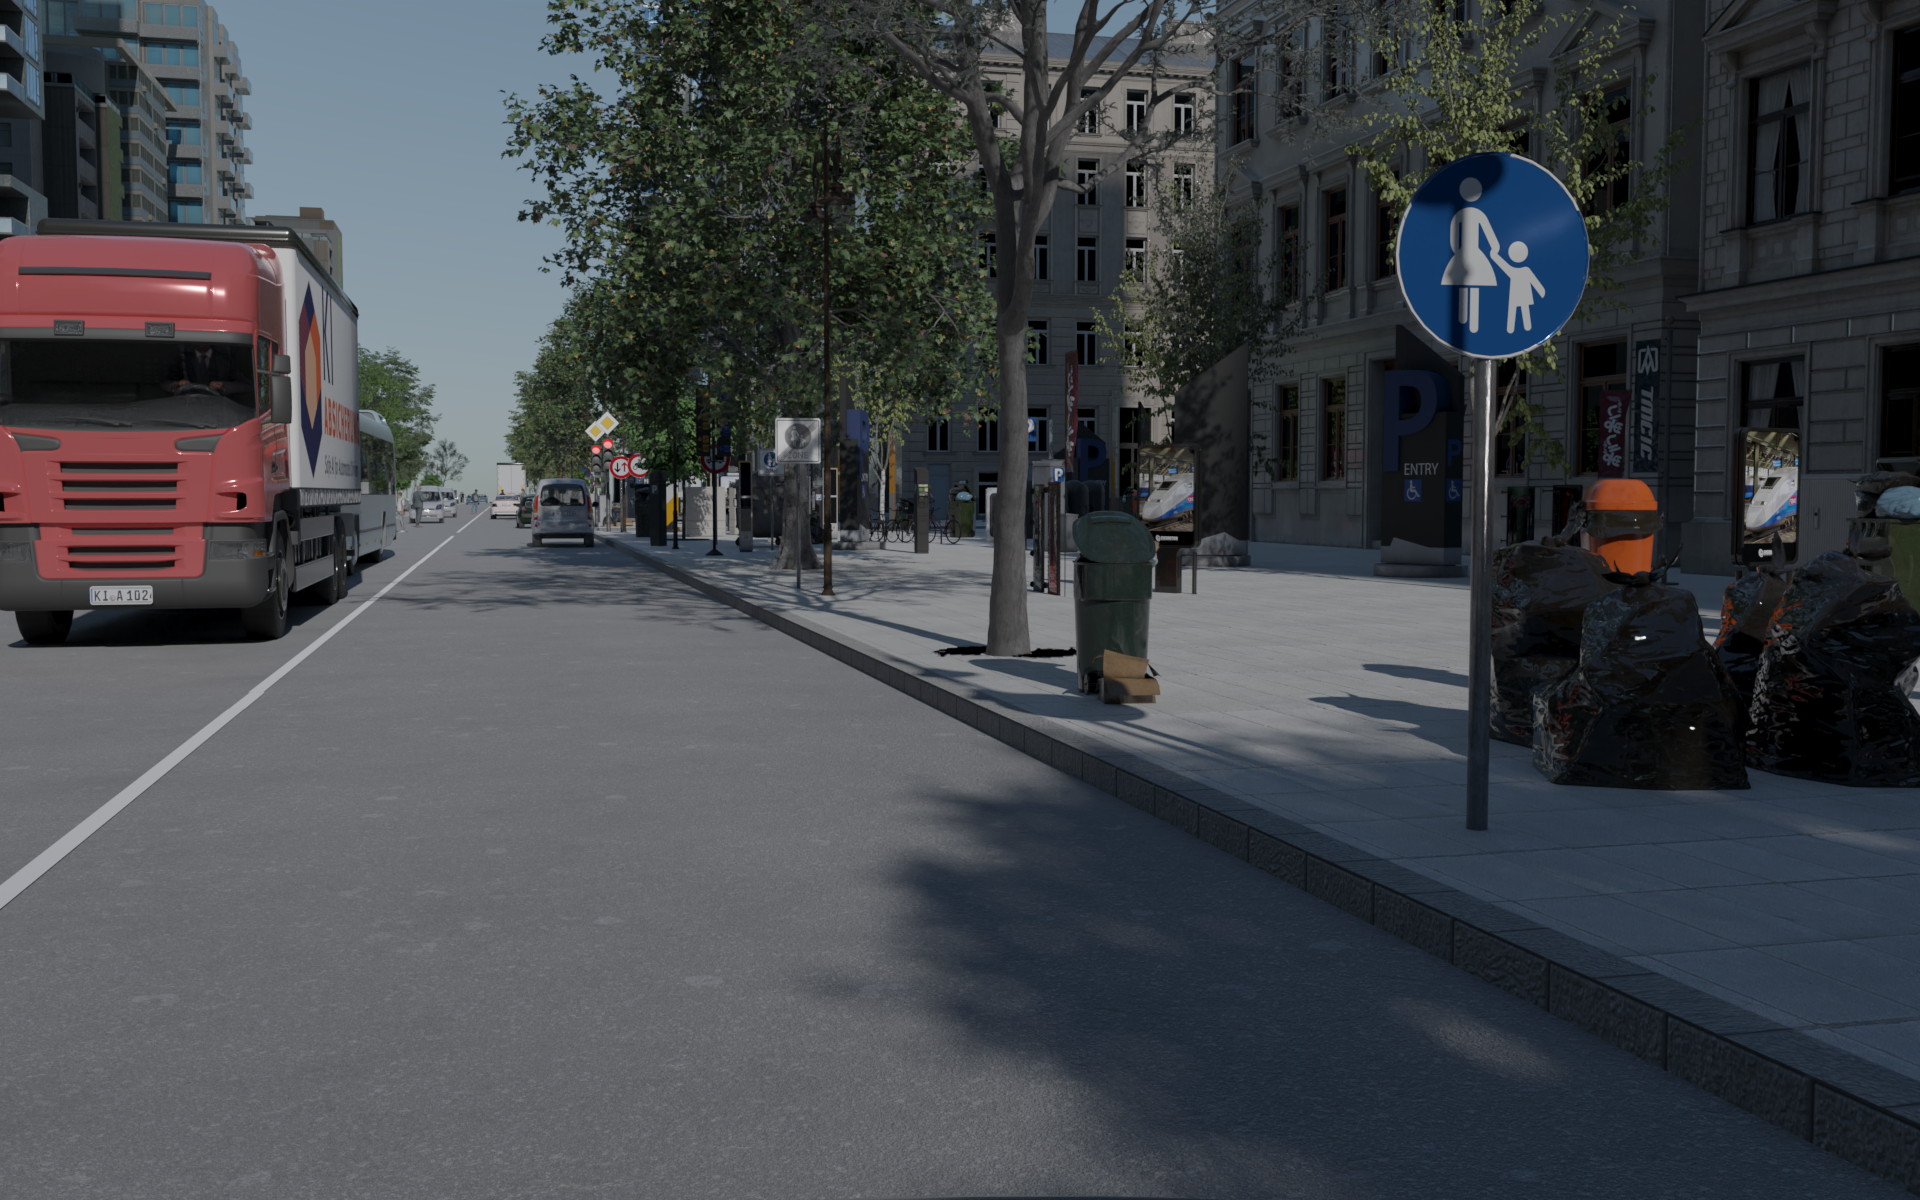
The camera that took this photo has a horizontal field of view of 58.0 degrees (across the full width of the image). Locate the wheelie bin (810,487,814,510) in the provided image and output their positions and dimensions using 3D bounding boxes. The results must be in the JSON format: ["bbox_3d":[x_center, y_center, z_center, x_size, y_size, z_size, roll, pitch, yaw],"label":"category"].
[{"bbox_3d":[-6.431,-4.164,75.996,0.693,1.594,0.980,-1,4,-9],"label":"wheelie bin"}]

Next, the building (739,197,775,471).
[{"bbox_3d":[-9.002,-21.164,133.416,14.401,28.519,23.554,-1,4,-15],"label":"building"}]

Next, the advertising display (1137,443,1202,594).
[{"bbox_3d":[2.703,-1.053,22.425,0.974,1.923,0.123,3,5,45],"label":"advertising display"}]

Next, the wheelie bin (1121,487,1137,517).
[{"bbox_3d":[7.814,-4.371,79.378,0.693,1.594,0.980,2,4,29],"label":"wheelie bin"}]

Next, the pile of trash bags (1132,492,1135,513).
[{"bbox_3d":[11.688,-7.411,130.928,1.912,1.369,3.447,-1,4,-17],"label":"pile of trash bags"}]

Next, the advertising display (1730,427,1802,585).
[{"bbox_3d":[7.879,-0.717,16.935,0.974,1.923,0.123,-2,4,-33],"label":"advertising display"}]

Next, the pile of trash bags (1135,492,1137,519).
[{"bbox_3d":[10.628,-4.621,85.303,3.447,1.369,1.912,-3,5,-42],"label":"pile of trash bags"}]

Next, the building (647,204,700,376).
[{"bbox_3d":[-39.405,-34.487,247.457,14.154,41.232,14.086,-1,4,-15],"label":"building"}]

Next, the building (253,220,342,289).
[{"bbox_3d":[-100.315,-35.206,259.213,14.154,41.232,14.086,-1,4,-15],"label":"building"}]

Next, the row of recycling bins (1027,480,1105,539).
[{"bbox_3d":[3.020,-2.678,50.894,1.069,1.692,3.534,3,5,44],"label":"row of recycling bins"}]

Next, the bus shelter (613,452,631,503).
[{"bbox_3d":[-19.262,-6.636,99.785,1.731,3.624,6.357,-1,4,-15],"label":"bus shelter"}]

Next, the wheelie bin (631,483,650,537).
[{"bbox_3d":[-9.326,-2.670,51.555,0.980,1.594,0.693,0,4,-3],"label":"wheelie bin"}]

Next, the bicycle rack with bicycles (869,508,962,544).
[{"bbox_3d":[-1.702,-1.933,44.986,2.852,0.926,2.925,-2,4,-35],"label":"bicycle rack with bicycles"}]

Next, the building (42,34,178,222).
[{"bbox_3d":[-78.195,-27.397,139.818,32.217,40.220,23.993,-1,4,-15],"label":"building"}]

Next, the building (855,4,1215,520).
[{"bbox_3d":[7.415,-18.037,92.173,25.104,27.353,12.463,-1,4,-15],"label":"building"}]

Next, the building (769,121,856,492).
[{"bbox_3d":[-4.319,-19.951,112.105,13.634,28.700,20.117,-1,4,-15],"label":"building"}]

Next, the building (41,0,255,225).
[{"bbox_3d":[-80.883,-33.476,166.935,23.786,49.044,30.456,-1,4,-15],"label":"building"}]

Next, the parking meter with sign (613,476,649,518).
[{"bbox_3d":[-15.385,-5.203,81.333,1.738,3.016,0.543,-2,4,-32],"label":"parking meter with sign"}]

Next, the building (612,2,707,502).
[{"bbox_3d":[-45.083,-59.373,283.418,22.319,86.520,31.000,-1,4,-15],"label":"building"}]

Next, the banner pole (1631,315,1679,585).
[{"bbox_3d":[9.860,-2.114,24.585,0.401,3.779,0.863,-2,4,-24],"label":"banner pole"}]

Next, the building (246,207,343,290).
[{"bbox_3d":[-104.739,-38.068,272.524,14.600,45.320,14.200,-1,4,-15],"label":"building"}]

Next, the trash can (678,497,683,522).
[{"bbox_3d":[-12.994,-4.213,80.531,0.748,1.137,0.748,0,3,0],"label":"trash can"}]

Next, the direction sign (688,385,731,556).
[{"bbox_3d":[-5.130,-2.696,36.083,0.876,3.537,0.379,-3,5,-45],"label":"direction sign"}]

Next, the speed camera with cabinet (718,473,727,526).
[{"bbox_3d":[-9.603,-4.600,69.553,0.660,3.252,2.038,-2,4,-26],"label":"speed camera with cabinet"}]

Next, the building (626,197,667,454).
[{"bbox_3d":[-42.724,-37.367,261.057,14.600,45.320,14.200,-1,4,-15],"label":"building"}]

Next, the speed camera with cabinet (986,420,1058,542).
[{"bbox_3d":[1.716,-3.177,46.285,2.038,3.252,0.660,2,4,26],"label":"speed camera with cabinet"}]

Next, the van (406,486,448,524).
[{"bbox_3d":[-26.398,-4.815,85.736,2.013,2.044,4.112,-1,4,-16],"label":"van"}]

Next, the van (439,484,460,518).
[{"bbox_3d":[-31.812,-6.086,106.524,2.013,2.044,4.112,-1,4,-16],"label":"van"}]

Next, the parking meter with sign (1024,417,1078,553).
[{"bbox_3d":[1.971,-2.588,38.575,0.543,3.016,1.738,-3,4,-36],"label":"parking meter with sign"}]

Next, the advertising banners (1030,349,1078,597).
[{"bbox_3d":[1.194,-1.581,22.030,0.090,3.025,2.074,-1,4,-12],"label":"advertising banners"}]

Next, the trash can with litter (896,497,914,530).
[{"bbox_3d":[-1.717,-3.072,61.609,1.055,1.170,0.624,-2,4,-34],"label":"trash can with litter"}]

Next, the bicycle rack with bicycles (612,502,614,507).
[{"bbox_3d":[-22.507,-5.841,108.887,2.852,0.926,2.925,-1,4,-9],"label":"bicycle rack with bicycles"}]

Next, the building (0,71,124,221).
[{"bbox_3d":[-65.719,-21.168,117.792,14.160,30.474,14.107,-1,4,-15],"label":"building"}]

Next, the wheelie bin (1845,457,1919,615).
[{"bbox_3d":[8.064,-0.425,14.863,0.693,1.594,0.980,0,4,-4],"label":"wheelie bin"}]

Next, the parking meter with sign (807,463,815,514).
[{"bbox_3d":[-6.193,-4.441,68.879,0.543,3.016,1.738,-1,4,-17],"label":"parking meter with sign"}]

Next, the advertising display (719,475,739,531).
[{"bbox_3d":[-7.812,-3.323,59.541,0.974,1.923,0.123,-2,4,-29],"label":"advertising display"}]

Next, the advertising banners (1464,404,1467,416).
[{"bbox_3d":[8.950,-2.265,33.216,2.074,3.025,0.090,-2,4,-29],"label":"advertising banners"}]

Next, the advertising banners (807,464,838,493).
[{"bbox_3d":[-7.171,-5.761,90.382,2.074,3.025,0.090,-1,4,-18],"label":"advertising banners"}]

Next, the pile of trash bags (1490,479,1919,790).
[{"bbox_3d":[3.703,0.041,9.075,1.912,1.369,3.447,1,4,9],"label":"pile of trash bags"}]

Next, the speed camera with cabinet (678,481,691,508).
[{"bbox_3d":[-21.837,-8.640,135.594,0.660,3.252,2.038,0,4,6],"label":"speed camera with cabinet"}]

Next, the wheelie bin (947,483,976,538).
[{"bbox_3d":[0.041,-2.634,50.970,0.693,1.594,0.980,-3,4,-38],"label":"wheelie bin"}]

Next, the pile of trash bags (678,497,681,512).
[{"bbox_3d":[-20.027,-6.804,121.005,3.447,1.369,1.912,-2,4,-26],"label":"pile of trash bags"}]

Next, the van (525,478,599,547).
[{"bbox_3d":[-11.000,-2.503,47.941,2.013,2.044,4.112,-1,4,-13],"label":"van"}]

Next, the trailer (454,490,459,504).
[{"bbox_3d":[-72.322,-14.690,247.227,1.471,1.999,3.904,-1,4,-16],"label":"trailer"}]

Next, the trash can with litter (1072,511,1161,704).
[{"bbox_3d":[1.065,0.025,10.973,0.624,1.170,1.055,0,4,-8],"label":"trash can with litter"}]

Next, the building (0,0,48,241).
[{"bbox_3d":[-57.714,-47.102,82.788,22.319,86.520,31.000,-1,4,-15],"label":"building"}]

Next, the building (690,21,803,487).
[{"bbox_3d":[-14.990,-44.410,164.363,20.563,71.187,20.611,-1,4,-15],"label":"building"}]

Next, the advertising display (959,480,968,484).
[{"bbox_3d":[0.156,-4.442,77.843,0.123,1.923,0.974,-1,4,-19],"label":"advertising display"}]

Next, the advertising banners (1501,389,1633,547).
[{"bbox_3d":[10.198,-2.016,29.143,2.074,3.025,0.090,1,4,9],"label":"advertising banners"}]
